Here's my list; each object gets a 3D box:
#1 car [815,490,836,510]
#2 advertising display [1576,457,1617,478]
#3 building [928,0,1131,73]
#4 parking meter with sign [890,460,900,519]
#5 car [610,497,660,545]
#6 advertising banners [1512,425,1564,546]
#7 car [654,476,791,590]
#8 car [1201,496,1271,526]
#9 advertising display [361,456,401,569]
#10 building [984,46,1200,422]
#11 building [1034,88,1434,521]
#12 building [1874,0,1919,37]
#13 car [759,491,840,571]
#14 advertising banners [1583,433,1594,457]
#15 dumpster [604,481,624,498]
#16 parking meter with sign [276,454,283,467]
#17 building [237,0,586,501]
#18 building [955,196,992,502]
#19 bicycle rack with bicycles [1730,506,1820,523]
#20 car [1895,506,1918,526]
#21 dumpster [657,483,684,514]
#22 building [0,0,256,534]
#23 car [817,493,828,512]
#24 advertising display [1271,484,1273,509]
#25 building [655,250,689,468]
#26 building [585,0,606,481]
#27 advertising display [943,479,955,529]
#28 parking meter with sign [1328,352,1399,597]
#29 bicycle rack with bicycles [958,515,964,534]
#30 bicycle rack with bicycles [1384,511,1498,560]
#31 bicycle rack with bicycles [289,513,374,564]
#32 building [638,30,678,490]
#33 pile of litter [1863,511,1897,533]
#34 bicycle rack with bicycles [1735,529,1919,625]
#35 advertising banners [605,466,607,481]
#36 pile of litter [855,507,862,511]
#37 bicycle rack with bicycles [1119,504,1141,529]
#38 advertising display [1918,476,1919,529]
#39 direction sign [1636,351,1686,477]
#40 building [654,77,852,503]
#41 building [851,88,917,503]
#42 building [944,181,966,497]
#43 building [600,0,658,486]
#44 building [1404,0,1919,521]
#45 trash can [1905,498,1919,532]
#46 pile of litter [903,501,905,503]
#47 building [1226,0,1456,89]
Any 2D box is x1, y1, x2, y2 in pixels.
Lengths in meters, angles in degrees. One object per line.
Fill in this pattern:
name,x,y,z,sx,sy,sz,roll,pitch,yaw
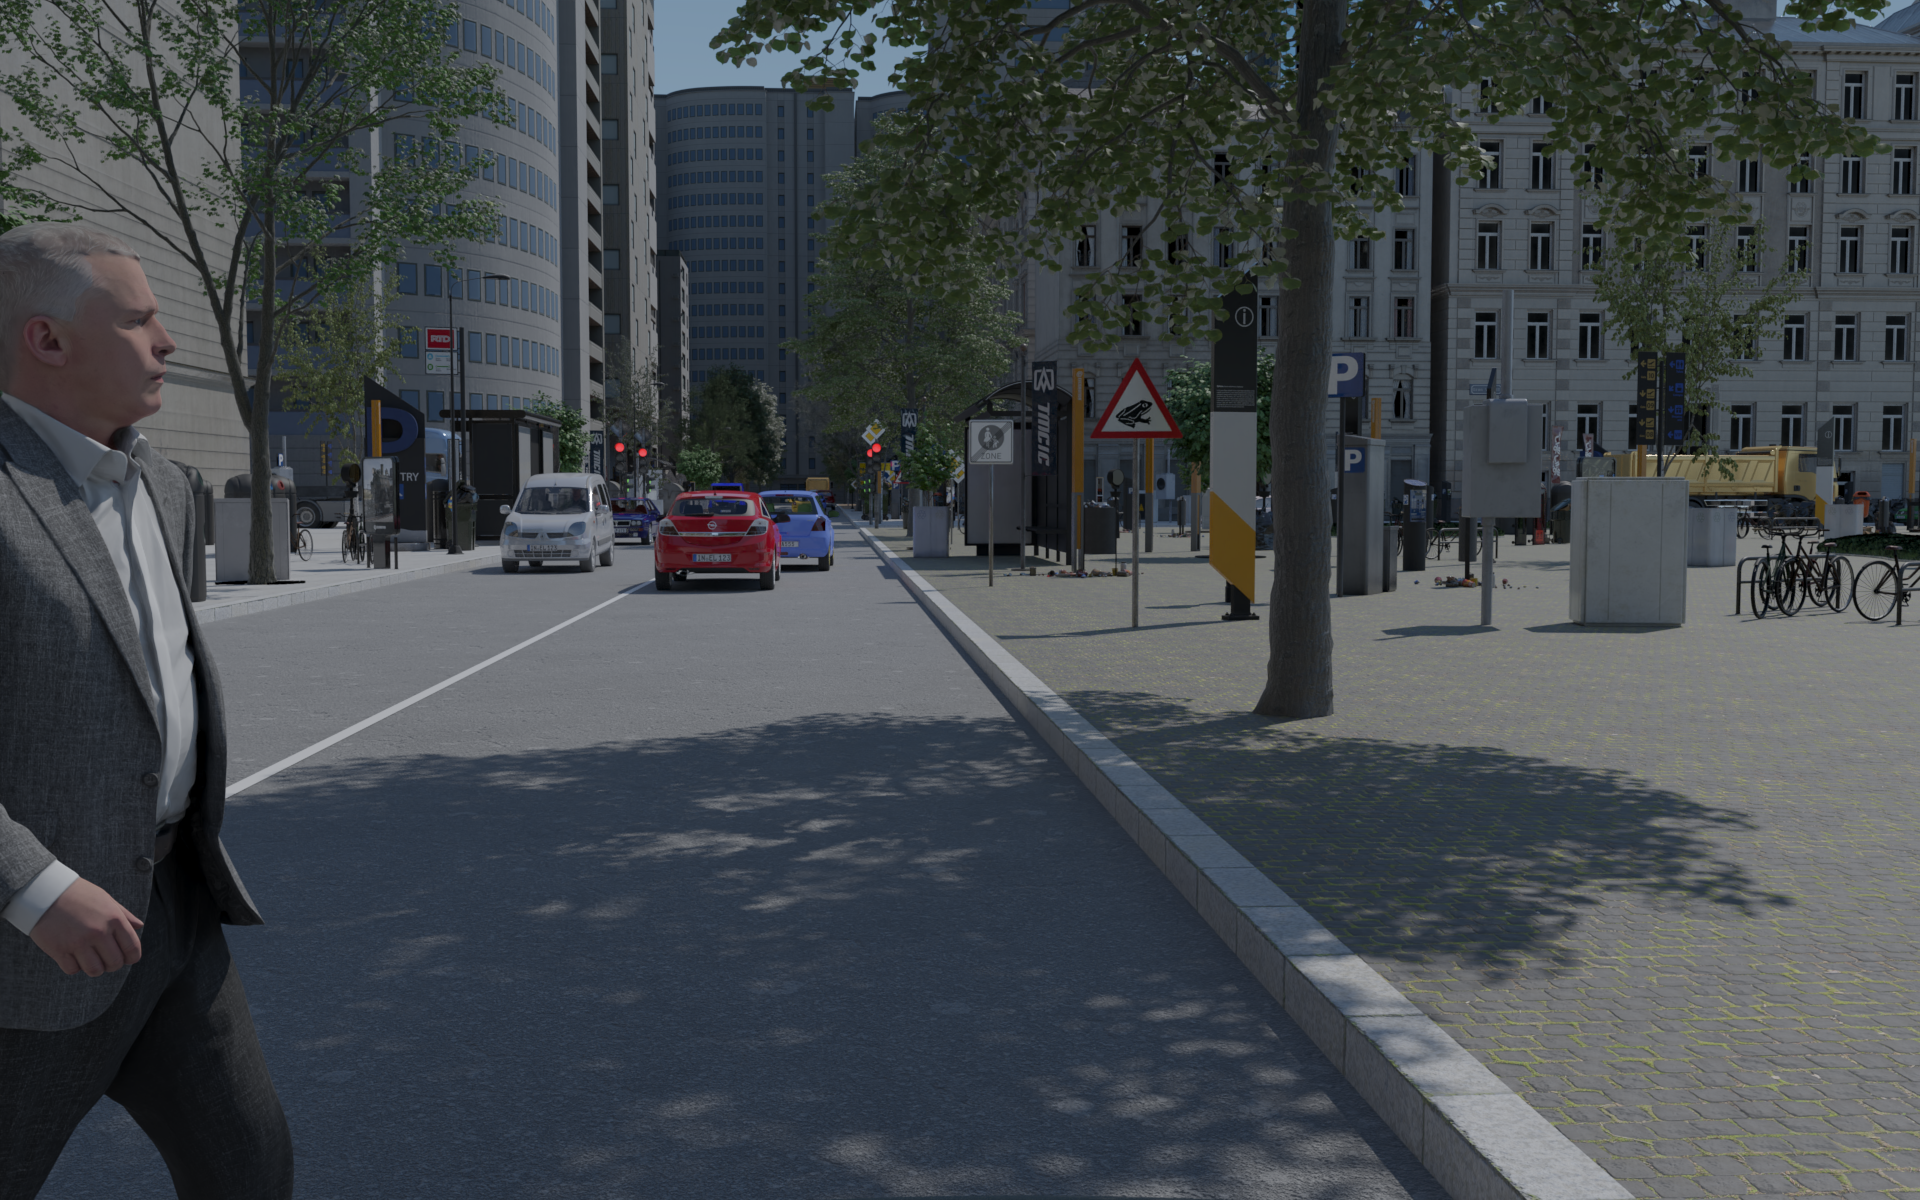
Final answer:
car,-12.260,-9.002,155.851,2.281,1.827,5.304,0,4,-5
advertising display,11.051,-1.523,30.114,0.974,1.923,0.123,-2,4,-34
building,7.179,-38.874,177.595,21.231,58.520,28.212,0,4,-4
parking meter with sign,-3.295,-5.627,88.264,0.543,3.016,1.738,0,4,-1
car,-9.605,-2.280,49.858,1.945,1.354,3.894,0,4,-2
advertising banners,14.579,-2.901,43.620,2.074,3.025,0.090,-3,4,-37
car,-3.764,-1.118,27.327,2.155,1.783,4.494,0,4,-4
car,12.047,-3.502,69.611,4.827,1.381,2.083,0,4,-5
advertising display,-9.944,-1.501,29.752,0.974,1.923,0.123,3,5,39
building,9.187,-19.804,111.185,14.401,28.519,23.554,0,4,-4
building,13.009,-14.449,85.385,18.267,20.994,9.793,0,4,-4
building,57.135,-18.609,90.169,20.117,28.700,13.634,0,4,-4
car,-3.311,-1.463,33.518,1.945,1.707,3.694,0,4,-3
advertising banners,18.762,-3.325,50.549,2.074,3.025,0.090,-3,4,-36
dumpster,-15.496,-4.308,76.187,1.264,1.857,1.865,0,4,-4
parking meter with sign,-30.103,-4.794,74.647,1.738,3.016,0.543,0,4,0
building,-32.496,-33.643,92.067,21.231,58.520,28.212,0,4,-4
building,6.196,-20.698,135.670,12.463,27.353,25.104,0,4,-4
bicycle rack with bicycles,22.980,-2.213,49.561,2.925,0.926,2.852,-1,4,-20
car,41.484,-3.880,72.229,4.718,1.807,1.959,0,4,-4
dumpster,-14.683,-5.025,87.909,1.264,1.857,1.865,0,4,-5
building,-42.772,-16.330,43.414,44.131,29.872,17.030,0,4,-4
car,-11.600,-7.940,139.416,1.945,1.707,3.694,0,4,-4
advertising display,10.434,-3.137,56.504,0.123,1.923,0.974,3,5,40
building,-39.372,-26.518,205.270,14.107,30.474,14.160,0,4,-4
building,-39.056,-30.995,130.478,21.300,48.544,21.600,0,4,-4
advertising display,-0.400,-3.623,64.452,0.123,1.923,0.974,1,4,19
parking meter with sign,5.165,-1.586,22.186,0.543,3.016,1.738,2,4,31
bicycle rack with bicycles,1.555,-2.547,55.029,2.852,0.926,2.925,-2,4,-24
bicycle rack with bicycles,9.261,-1.305,34.718,2.925,0.926,2.852,-2,4,-34
bicycle rack with bicycles,-11.860,-1.178,32.650,2.852,0.926,2.925,0,4,-4
building,-40.536,-45.460,181.528,20.563,71.187,20.611,0,4,-4
pile of litter,27.720,-2.362,52.589,1.719,0.858,1.176,-2,4,-23
bicycle rack with bicycles,9.303,-0.293,18.178,2.925,0.926,2.852,-2,4,-29
advertising banners,-22.095,-6.817,107.642,0.090,3.025,2.074,-1,4,-20
pile of litter,-7.397,-7.285,133.078,1.176,0.858,1.719,-2,4,-27
bicycle rack with bicycles,5.162,-3.069,63.556,2.925,0.926,2.852,-3,5,-45
advertising display,17.335,-1.539,30.381,0.974,1.923,0.123,0,4,3
direction sign,11.177,-2.183,27.682,0.876,3.537,0.379,-1,4,-17
building,-29.220,-43.143,247.391,28.212,58.520,21.231,0,4,-4
building,-0.842,-43.231,248.823,28.212,58.520,21.231,0,4,-4
building,5.440,-23.542,156.615,14.160,30.474,14.107,0,4,-4
building,-42.217,-34.767,157.682,28.713,52.752,27.495,0,4,-4
building,34.634,-17.777,87.910,25.104,27.353,12.463,0,4,-4
trash can,32.048,-2.834,57.987,0.748,1.137,0.748,0,3,0
pile of litter,-4.005,-7.093,129.927,1.176,0.858,1.719,-1,4,-21
building,45.580,-54.670,206.518,31.000,86.520,22.319,0,4,-4
